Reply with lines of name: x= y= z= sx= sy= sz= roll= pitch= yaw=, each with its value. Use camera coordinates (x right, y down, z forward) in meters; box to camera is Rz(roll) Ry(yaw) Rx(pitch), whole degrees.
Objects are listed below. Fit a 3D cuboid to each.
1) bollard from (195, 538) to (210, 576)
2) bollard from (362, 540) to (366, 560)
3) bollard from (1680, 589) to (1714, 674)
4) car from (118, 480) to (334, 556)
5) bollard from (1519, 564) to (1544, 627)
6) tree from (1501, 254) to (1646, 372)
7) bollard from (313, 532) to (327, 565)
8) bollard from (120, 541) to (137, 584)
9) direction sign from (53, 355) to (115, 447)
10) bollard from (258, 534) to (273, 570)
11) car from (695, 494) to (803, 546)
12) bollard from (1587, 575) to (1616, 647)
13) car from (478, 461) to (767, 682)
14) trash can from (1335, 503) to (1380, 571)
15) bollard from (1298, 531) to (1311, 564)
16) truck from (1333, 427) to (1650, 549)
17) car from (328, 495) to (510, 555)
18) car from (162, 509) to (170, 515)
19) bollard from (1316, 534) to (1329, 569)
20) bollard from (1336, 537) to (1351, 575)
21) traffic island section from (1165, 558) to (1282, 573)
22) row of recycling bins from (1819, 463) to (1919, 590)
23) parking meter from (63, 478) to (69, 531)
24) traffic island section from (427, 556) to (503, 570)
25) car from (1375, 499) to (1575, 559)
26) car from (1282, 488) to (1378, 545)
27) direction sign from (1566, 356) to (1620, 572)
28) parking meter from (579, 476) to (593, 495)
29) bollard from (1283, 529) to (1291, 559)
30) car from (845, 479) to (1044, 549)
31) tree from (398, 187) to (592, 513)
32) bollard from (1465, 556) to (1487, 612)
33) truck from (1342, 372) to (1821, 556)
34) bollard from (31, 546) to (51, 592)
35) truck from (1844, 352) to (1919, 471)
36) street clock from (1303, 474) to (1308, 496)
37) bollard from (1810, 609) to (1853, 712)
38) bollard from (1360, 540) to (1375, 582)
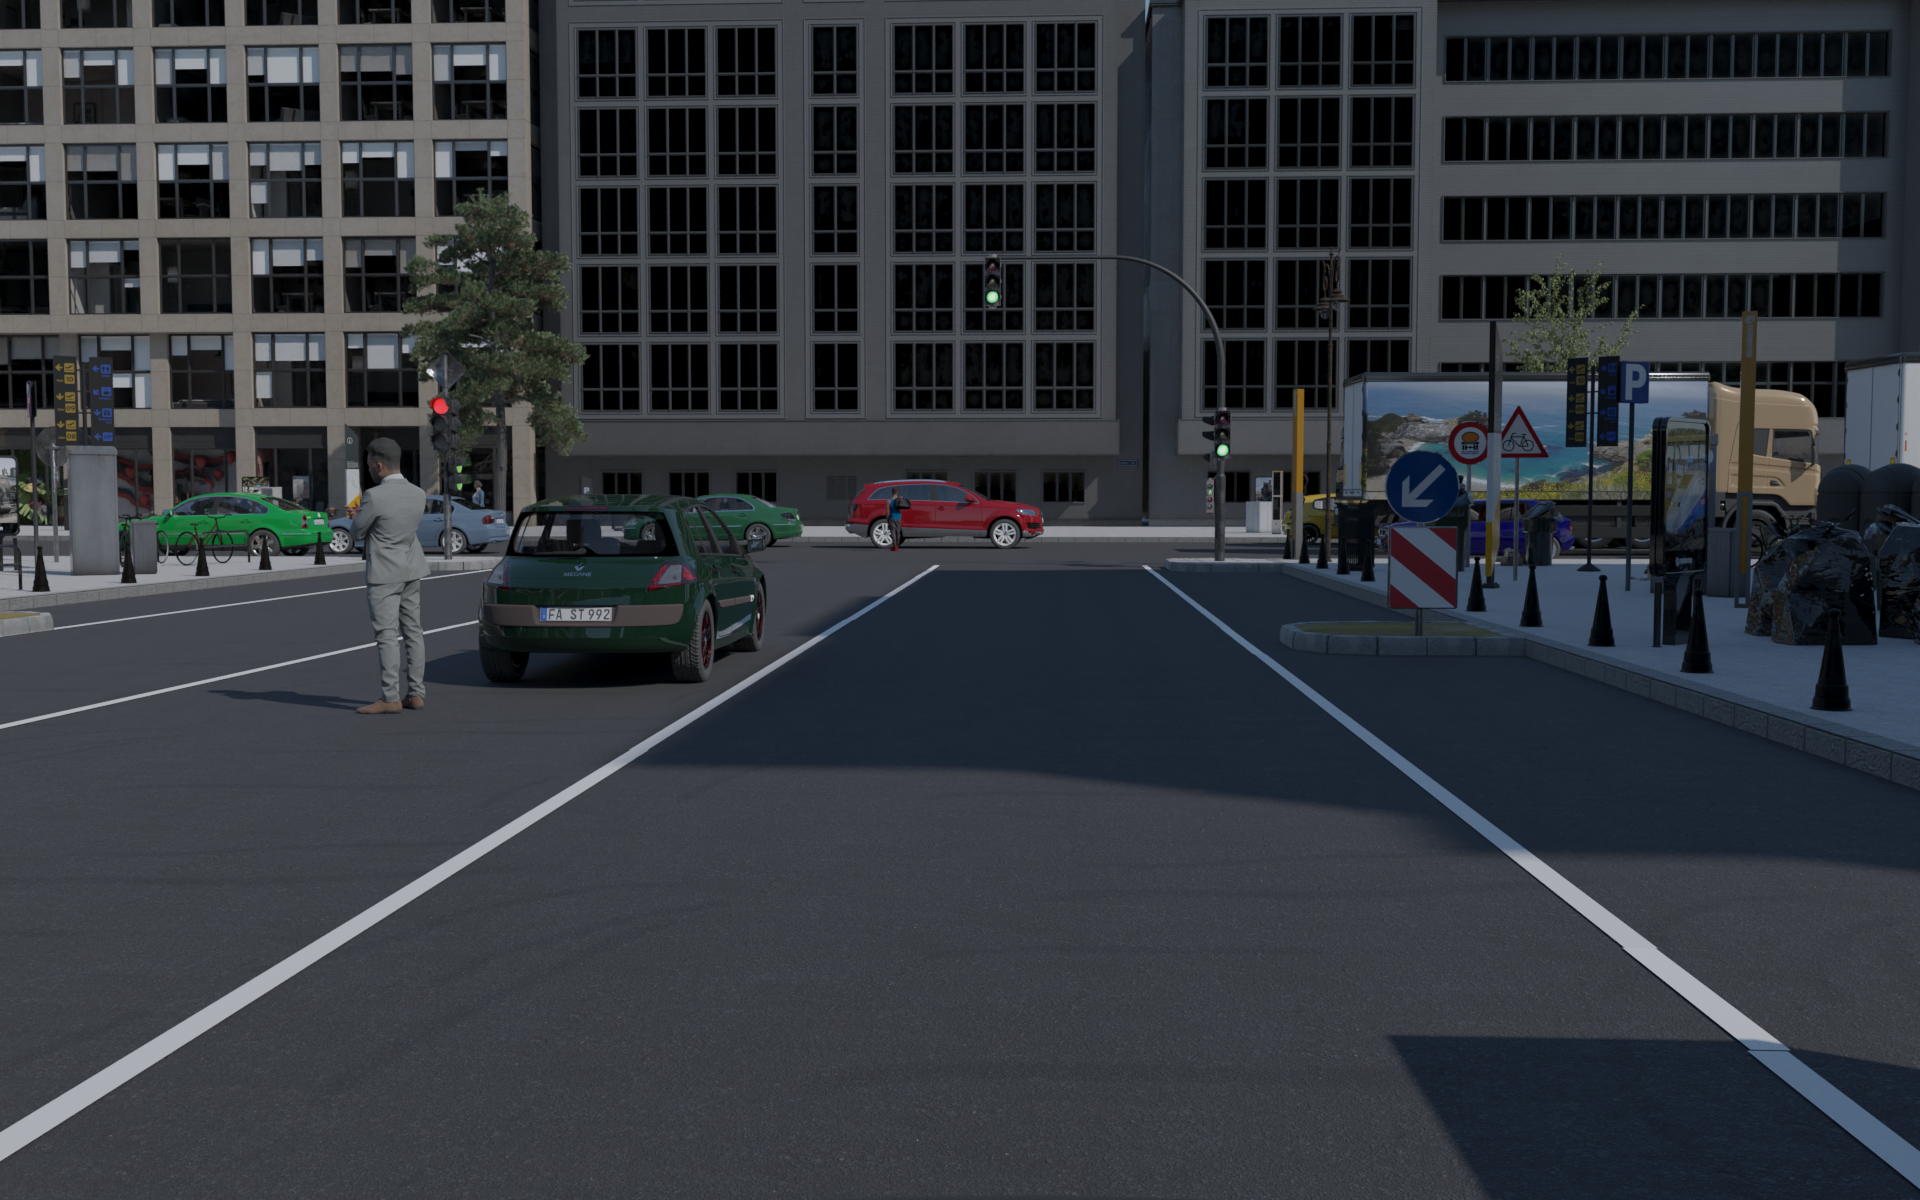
bollard: x=-11.838 y=-0.673 z=27.049 sx=0.229 sy=0.601 sz=0.229 roll=0 pitch=3 yaw=0
bollard: x=-11.492 y=-1.072 z=33.561 sx=0.229 sy=0.601 sz=0.229 roll=0 pitch=3 yaw=0
bollard: x=5.309 y=0.219 z=12.460 sx=0.229 sy=0.601 sz=0.229 roll=0 pitch=3 yaw=0
car: x=-16.375 y=-1.805 z=38.300 sx=4.718 sy=1.807 sz=1.959 roll=0 pitch=4 yaw=2
bollard: x=5.539 y=-0.045 z=16.775 sx=0.229 sy=0.601 sz=0.229 roll=0 pitch=3 yaw=0
tree: x=18.937 y=-6.341 z=54.031 sx=4.737 sy=8.622 sz=4.395 roll=0 pitch=3 yaw=0
bollard: x=-11.606 y=-0.939 z=31.389 sx=0.229 sy=0.601 sz=0.229 roll=0 pitch=3 yaw=0
bollard: x=-11.955 y=-0.541 z=24.893 sx=0.229 sy=0.601 sz=0.229 roll=0 pitch=3 yaw=0
direction sign: x=-14.432 y=-2.239 z=28.602 sx=0.876 sy=3.537 sz=0.379 roll=-2 pitch=4 yaw=-32
bollard: x=-11.723 y=-0.805 z=29.209 sx=0.229 sy=0.601 sz=0.229 roll=0 pitch=3 yaw=0
car: x=-6.736 y=-2.162 z=47.146 sx=4.920 sy=1.459 sz=2.131 roll=0 pitch=4 yaw=1
bollard: x=5.422 y=0.087 z=14.619 sx=0.229 sy=0.601 sz=0.229 roll=0 pitch=3 yaw=0
car: x=-2.712 y=-0.294 z=14.592 sx=2.009 sy=1.686 sz=4.222 roll=0 pitch=4 yaw=2
trash can: x=6.634 y=-1.060 z=28.979 sx=0.748 sy=1.137 sz=0.748 roll=0 pitch=3 yaw=0
bollard: x=6.351 y=-0.971 z=31.923 sx=0.229 sy=0.601 sz=0.229 roll=0 pitch=3 yaw=0
truck: x=14.204 y=-3.083 z=46.337 sx=9.791 sy=3.379 sz=3.469 roll=0 pitch=4 yaw=4
car: x=-13.217 y=-1.828 z=41.884 sx=4.499 sy=1.417 sz=2.014 roll=0 pitch=4 yaw=3
car: x=-19.743 y=-2.200 z=47.977 sx=4.499 sy=1.417 sz=2.014 roll=0 pitch=4 yaw=1
bollard: x=6.231 y=-0.839 z=29.766 sx=0.229 sy=0.601 sz=0.229 roll=0 pitch=3 yaw=0
bollard: x=6.115 y=-0.708 z=27.610 sx=0.229 sy=0.601 sz=0.229 roll=0 pitch=3 yaw=0
traffic island section: x=4.977 y=-0.664 z=33.131 sx=2.009 sy=0.180 sz=2.903 roll=0 pitch=4 yaw=3
row of recycling bins: x=12.724 y=-0.958 z=22.773 sx=1.069 sy=1.692 sz=3.534 roll=-1 pitch=4 yaw=-17
parking meter: x=-31.270 y=-3.371 z=60.822 sx=0.255 sy=1.863 sz=0.399 roll=0 pitch=4 yaw=-2
traffic island section: x=-10.043 y=-0.713 z=33.932 sx=2.009 sy=0.180 sz=2.903 roll=0 pitch=4 yaw=3
car: x=10.776 y=-1.459 z=36.435 sx=3.894 sy=1.354 sz=1.945 roll=0 pitch=4 yaw=5
car: x=11.258 y=-2.409 z=49.618 sx=3.980 sy=1.641 sz=2.015 roll=0 pitch=4 yaw=2
direction sign: x=10.454 y=-2.244 z=28.685 sx=0.876 sy=3.537 sz=0.379 roll=3 pitch=5 yaw=43
parking meter: x=-12.065 y=-3.069 z=55.889 sx=0.399 sy=1.863 sz=0.255 roll=-2 pitch=4 yaw=-27
bollard: x=6.460 y=-1.103 z=34.081 sx=0.229 sy=0.601 sz=0.229 roll=0 pitch=3 yaw=0
car: x=-0.406 y=-2.289 z=46.103 sx=5.304 sy=1.827 sz=2.281 roll=0 pitch=4 yaw=4
tree: x=-16.510 y=-8.567 z=62.119 sx=6.751 sy=12.117 sz=7.091 roll=0 pitch=3 yaw=0
bollard: x=5.653 y=-0.178 z=18.944 sx=0.229 sy=0.601 sz=0.229 roll=0 pitch=3 yaw=0
truck: x=14.908 y=-3.182 z=40.943 sx=11.283 sy=4.237 sz=2.839 roll=0 pitch=4 yaw=2
bollard: x=-12.070 y=-0.409 z=22.733 sx=0.229 sy=0.601 sz=0.229 roll=0 pitch=3 yaw=0
truck: x=24.234 y=-2.833 z=35.240 sx=11.283 sy=4.237 sz=2.839 roll=0 pitch=4 yaw=3
street clock: x=12.394 y=-3.572 z=62.974 sx=0.471 sy=2.002 sz=0.358 roll=2 pitch=4 yaw=28
bollard: x=5.193 y=0.351 z=10.304 sx=0.229 sy=0.601 sz=0.229 roll=0 pitch=3 yaw=0
bollard: x=5.998 y=-0.575 z=25.446 sx=0.229 sy=0.601 sz=0.229 roll=0 pitch=3 yaw=0
